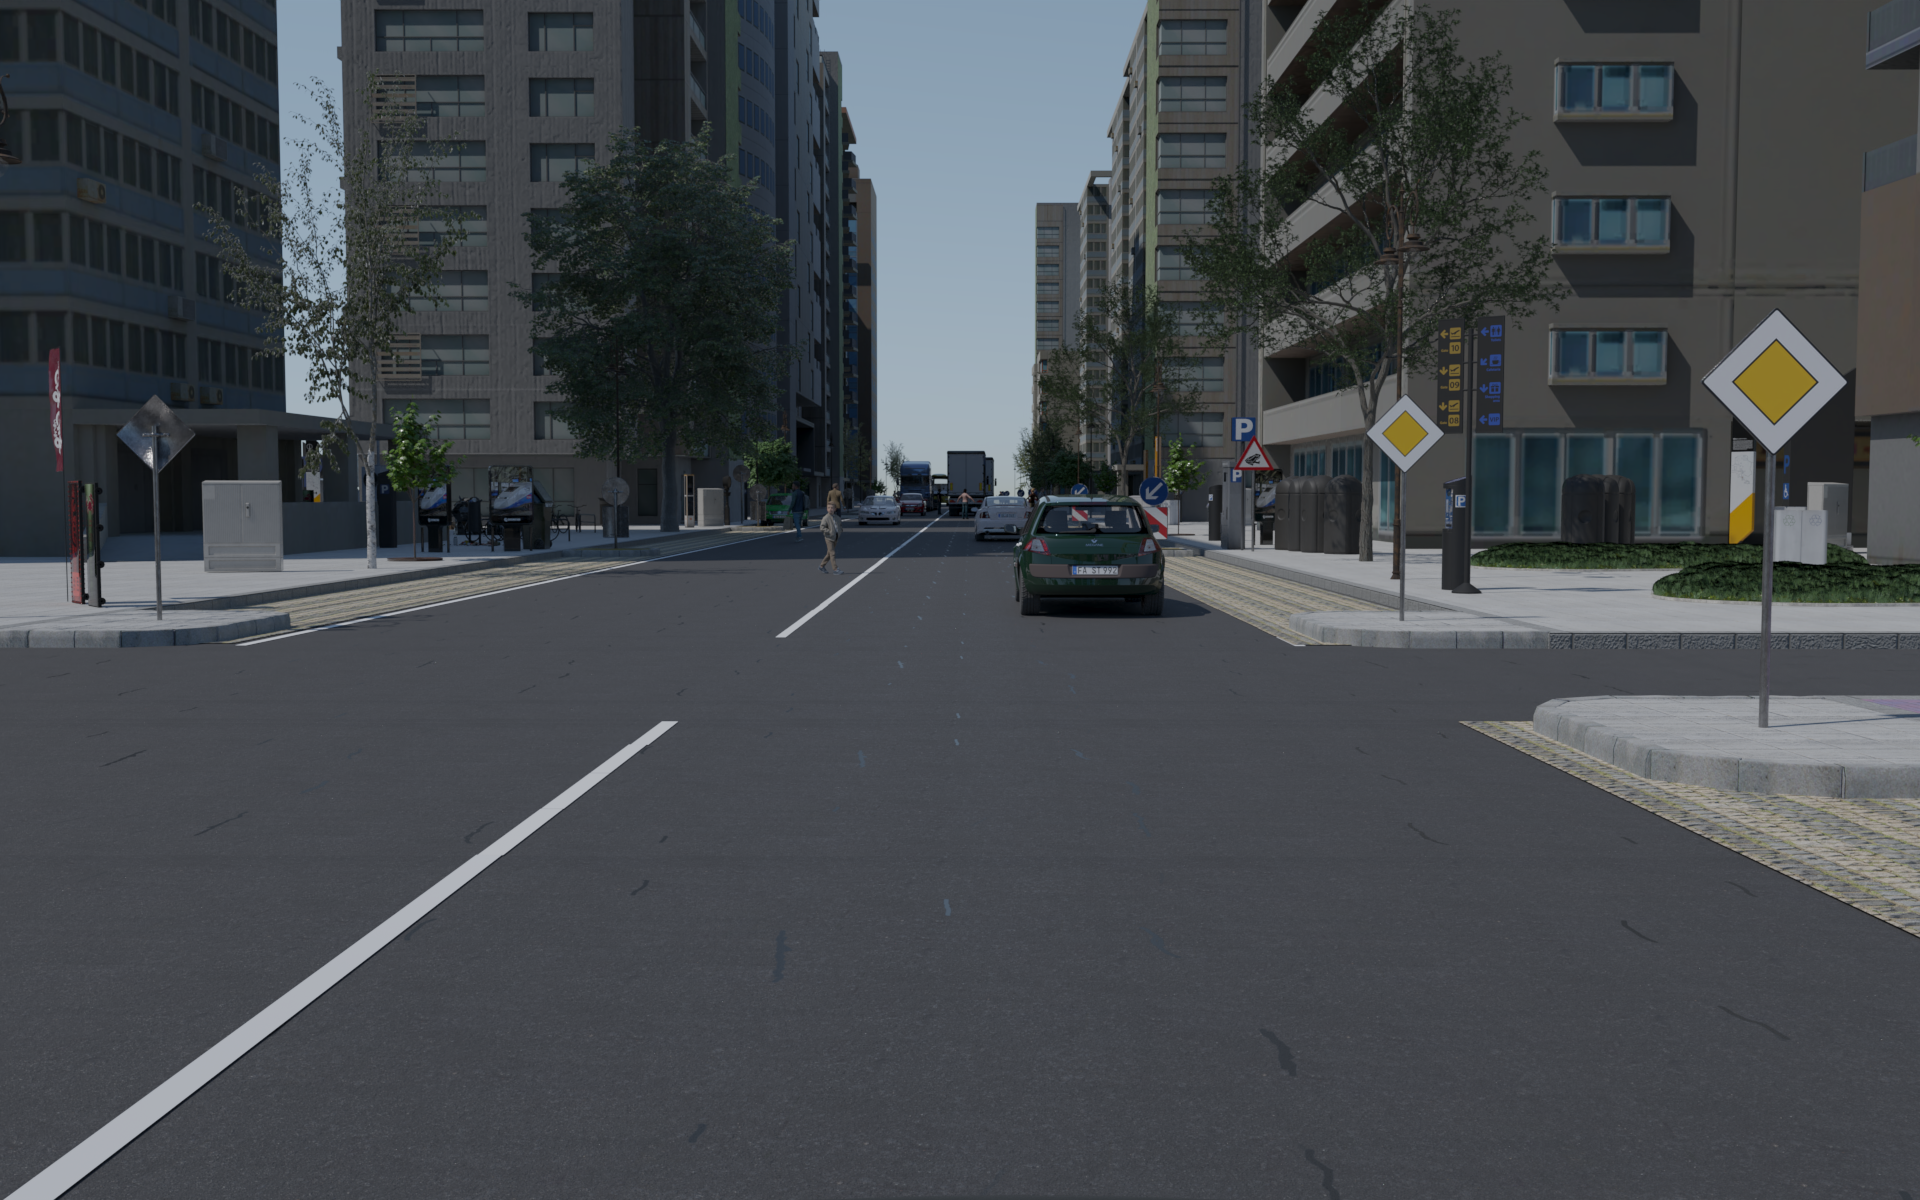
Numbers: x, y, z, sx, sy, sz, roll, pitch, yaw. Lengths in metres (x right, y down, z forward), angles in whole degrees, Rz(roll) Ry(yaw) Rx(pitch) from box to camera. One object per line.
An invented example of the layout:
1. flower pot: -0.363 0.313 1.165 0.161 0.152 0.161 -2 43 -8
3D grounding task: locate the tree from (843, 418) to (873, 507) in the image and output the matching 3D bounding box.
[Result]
1. tree: -10.338 -13.286 167.593 4.360 8.622 3.978 0 3 0

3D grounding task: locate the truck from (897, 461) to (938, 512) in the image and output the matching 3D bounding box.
1. truck: -3.368 -9.623 147.092 2.967 4.110 18.799 0 4 2

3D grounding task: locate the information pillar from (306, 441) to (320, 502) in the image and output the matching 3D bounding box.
1. information pillar: -24.319 -4.509 65.081 0.504 3.616 0.183 -1 4 -11

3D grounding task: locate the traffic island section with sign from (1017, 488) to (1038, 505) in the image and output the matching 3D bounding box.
1. traffic island section with sign: 4.786 -6.630 117.025 1.989 1.847 2.006 0 4 0

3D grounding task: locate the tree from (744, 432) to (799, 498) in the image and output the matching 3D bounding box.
1. tree: -9.847 -6.471 89.513 4.285 4.588 4.351 0 3 0

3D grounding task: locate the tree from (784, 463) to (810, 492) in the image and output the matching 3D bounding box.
1. tree: -9.893 -6.786 105.550 1.663 3.219 1.824 0 3 0

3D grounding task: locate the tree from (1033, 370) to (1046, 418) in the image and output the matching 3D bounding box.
1. tree: 6.689 -8.456 72.663 8.767 10.594 7.601 2 4 29

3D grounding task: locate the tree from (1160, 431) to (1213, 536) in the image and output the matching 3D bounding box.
1. tree: 6.715 -3.596 53.399 1.663 3.219 1.824 0 3 0

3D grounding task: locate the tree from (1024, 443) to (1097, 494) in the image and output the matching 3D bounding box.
1. tree: 7.150 -7.813 111.456 4.285 4.588 4.351 0 3 0

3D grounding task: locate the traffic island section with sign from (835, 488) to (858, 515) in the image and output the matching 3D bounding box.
1. traffic island section with sign: -7.530 -6.640 117.199 1.989 1.847 2.006 0 4 0

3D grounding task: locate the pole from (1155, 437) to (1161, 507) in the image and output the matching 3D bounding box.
1. pole: 7.030 -4.140 61.525 0.158 3.312 0.155 0 3 0

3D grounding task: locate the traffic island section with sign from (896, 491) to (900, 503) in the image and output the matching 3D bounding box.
1. traffic island section with sign: -7.007 -11.717 200.204 1.989 1.847 2.006 0 4 0

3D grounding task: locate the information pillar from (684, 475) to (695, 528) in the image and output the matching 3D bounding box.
1. information pillar: -10.325 -3.767 66.083 0.304 2.012 0.304 -2 4 -26

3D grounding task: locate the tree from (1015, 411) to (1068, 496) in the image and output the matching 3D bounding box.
1. tree: 7.153 -12.128 148.647 4.360 8.622 3.978 0 3 0

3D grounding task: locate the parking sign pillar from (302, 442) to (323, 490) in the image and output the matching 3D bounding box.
1. parking sign pillar: -33.211 -6.159 89.179 1.447 3.967 1.447 0 4 2

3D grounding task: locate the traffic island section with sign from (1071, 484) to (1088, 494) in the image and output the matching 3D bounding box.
1. traffic island section with sign: 4.479 -3.576 67.090 1.989 1.847 2.006 0 4 0

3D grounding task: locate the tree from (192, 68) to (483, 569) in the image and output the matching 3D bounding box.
1. tree: -10.355 -4.842 29.536 4.360 8.622 3.978 0 3 0

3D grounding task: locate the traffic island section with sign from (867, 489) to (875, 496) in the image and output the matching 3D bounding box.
1. traffic island section with sign: -7.356 -8.317 144.615 1.989 1.847 2.006 0 4 0

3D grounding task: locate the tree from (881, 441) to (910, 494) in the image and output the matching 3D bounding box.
1. tree: -8.892 -18.321 249.905 4.737 8.622 4.395 0 3 0

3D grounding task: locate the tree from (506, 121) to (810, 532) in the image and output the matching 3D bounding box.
1. tree: -9.990 -9.289 58.525 9.857 13.997 8.962 0 3 0

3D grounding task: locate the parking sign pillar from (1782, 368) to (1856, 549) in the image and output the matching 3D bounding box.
1. parking sign pillar: 18.434 -2.980 37.194 1.447 3.967 1.447 0 4 7

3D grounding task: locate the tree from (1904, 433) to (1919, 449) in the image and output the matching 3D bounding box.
1. tree: 14.841 -1.865 25.087 1.663 3.219 1.824 0 3 0

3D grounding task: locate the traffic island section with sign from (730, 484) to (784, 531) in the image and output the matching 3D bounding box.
1. traffic island section with sign: -7.851 -3.598 67.461 1.989 1.847 2.006 0 4 0

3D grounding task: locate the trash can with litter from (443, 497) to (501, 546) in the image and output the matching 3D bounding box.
1. trash can with litter: -11.959 -1.955 43.027 1.678 1.210 2.233 -3 5 -45

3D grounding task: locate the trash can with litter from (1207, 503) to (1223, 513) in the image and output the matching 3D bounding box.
1. trash can with litter: 9.571 -3.173 63.271 1.055 1.170 0.624 0 4 -1

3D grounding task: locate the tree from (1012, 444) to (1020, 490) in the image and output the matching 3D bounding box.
1. tree: 7.500 -14.144 181.623 4.737 8.622 4.395 0 3 0

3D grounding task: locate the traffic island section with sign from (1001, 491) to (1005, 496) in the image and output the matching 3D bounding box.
1. traffic island section with sign: 5.488 -13.358 227.031 1.989 1.847 2.006 0 4 0

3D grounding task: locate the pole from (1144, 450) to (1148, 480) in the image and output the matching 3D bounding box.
1. pole: 8.622 -5.293 80.380 0.158 3.312 0.155 0 3 0

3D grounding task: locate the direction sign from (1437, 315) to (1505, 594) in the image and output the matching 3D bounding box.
1. direction sign: 6.550 -1.853 22.291 0.876 3.537 0.379 3 5 39

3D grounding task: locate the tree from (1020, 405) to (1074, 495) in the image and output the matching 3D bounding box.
1. tree: 7.282 -11.571 139.544 4.737 8.622 4.395 0 3 0

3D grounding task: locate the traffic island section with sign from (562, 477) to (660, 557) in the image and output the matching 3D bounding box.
1. traffic island section with sign: -8.017 -1.924 40.088 1.989 1.847 2.006 0 4 0

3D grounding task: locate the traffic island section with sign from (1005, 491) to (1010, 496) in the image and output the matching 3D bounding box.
1. traffic island section with sign: 4.953 -8.312 144.528 1.989 1.847 2.006 0 4 0

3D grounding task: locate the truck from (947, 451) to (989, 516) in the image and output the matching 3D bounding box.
1. truck: 0.510 -7.852 117.296 2.839 4.237 11.283 0 4 1

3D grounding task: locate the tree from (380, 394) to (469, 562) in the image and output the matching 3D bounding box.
1. tree: -10.522 -2.355 33.111 1.663 3.219 1.824 0 3 0

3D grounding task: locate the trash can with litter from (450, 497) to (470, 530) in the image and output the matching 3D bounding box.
1. trash can with litter: -18.046 -3.097 62.025 1.055 1.170 0.624 1 4 19

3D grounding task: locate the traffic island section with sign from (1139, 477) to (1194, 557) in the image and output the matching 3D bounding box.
1. traffic island section with sign: 4.305 -1.927 40.135 1.989 1.847 2.006 0 4 0

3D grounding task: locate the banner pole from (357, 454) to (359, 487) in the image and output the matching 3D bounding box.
1. banner pole: -26.371 -5.253 75.905 0.401 3.779 0.863 -3 5 -42

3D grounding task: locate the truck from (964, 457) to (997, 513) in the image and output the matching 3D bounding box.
1. truck: 1.440 -9.031 136.565 2.839 4.237 11.283 0 4 2

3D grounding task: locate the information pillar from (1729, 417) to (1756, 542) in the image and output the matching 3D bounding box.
1. information pillar: 15.362 -2.608 33.990 0.183 3.616 0.504 -2 4 -32

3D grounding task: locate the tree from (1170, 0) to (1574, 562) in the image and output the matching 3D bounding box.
1. tree: 7.479 -5.994 32.416 8.767 10.594 7.601 3 5 42

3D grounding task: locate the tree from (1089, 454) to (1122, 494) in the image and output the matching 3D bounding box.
1. tree: 7.026 -5.494 84.422 1.663 3.219 1.824 0 3 0

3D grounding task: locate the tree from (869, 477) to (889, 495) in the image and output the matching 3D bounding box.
1. tree: -9.438 -12.154 193.317 1.663 3.219 1.824 0 3 0
